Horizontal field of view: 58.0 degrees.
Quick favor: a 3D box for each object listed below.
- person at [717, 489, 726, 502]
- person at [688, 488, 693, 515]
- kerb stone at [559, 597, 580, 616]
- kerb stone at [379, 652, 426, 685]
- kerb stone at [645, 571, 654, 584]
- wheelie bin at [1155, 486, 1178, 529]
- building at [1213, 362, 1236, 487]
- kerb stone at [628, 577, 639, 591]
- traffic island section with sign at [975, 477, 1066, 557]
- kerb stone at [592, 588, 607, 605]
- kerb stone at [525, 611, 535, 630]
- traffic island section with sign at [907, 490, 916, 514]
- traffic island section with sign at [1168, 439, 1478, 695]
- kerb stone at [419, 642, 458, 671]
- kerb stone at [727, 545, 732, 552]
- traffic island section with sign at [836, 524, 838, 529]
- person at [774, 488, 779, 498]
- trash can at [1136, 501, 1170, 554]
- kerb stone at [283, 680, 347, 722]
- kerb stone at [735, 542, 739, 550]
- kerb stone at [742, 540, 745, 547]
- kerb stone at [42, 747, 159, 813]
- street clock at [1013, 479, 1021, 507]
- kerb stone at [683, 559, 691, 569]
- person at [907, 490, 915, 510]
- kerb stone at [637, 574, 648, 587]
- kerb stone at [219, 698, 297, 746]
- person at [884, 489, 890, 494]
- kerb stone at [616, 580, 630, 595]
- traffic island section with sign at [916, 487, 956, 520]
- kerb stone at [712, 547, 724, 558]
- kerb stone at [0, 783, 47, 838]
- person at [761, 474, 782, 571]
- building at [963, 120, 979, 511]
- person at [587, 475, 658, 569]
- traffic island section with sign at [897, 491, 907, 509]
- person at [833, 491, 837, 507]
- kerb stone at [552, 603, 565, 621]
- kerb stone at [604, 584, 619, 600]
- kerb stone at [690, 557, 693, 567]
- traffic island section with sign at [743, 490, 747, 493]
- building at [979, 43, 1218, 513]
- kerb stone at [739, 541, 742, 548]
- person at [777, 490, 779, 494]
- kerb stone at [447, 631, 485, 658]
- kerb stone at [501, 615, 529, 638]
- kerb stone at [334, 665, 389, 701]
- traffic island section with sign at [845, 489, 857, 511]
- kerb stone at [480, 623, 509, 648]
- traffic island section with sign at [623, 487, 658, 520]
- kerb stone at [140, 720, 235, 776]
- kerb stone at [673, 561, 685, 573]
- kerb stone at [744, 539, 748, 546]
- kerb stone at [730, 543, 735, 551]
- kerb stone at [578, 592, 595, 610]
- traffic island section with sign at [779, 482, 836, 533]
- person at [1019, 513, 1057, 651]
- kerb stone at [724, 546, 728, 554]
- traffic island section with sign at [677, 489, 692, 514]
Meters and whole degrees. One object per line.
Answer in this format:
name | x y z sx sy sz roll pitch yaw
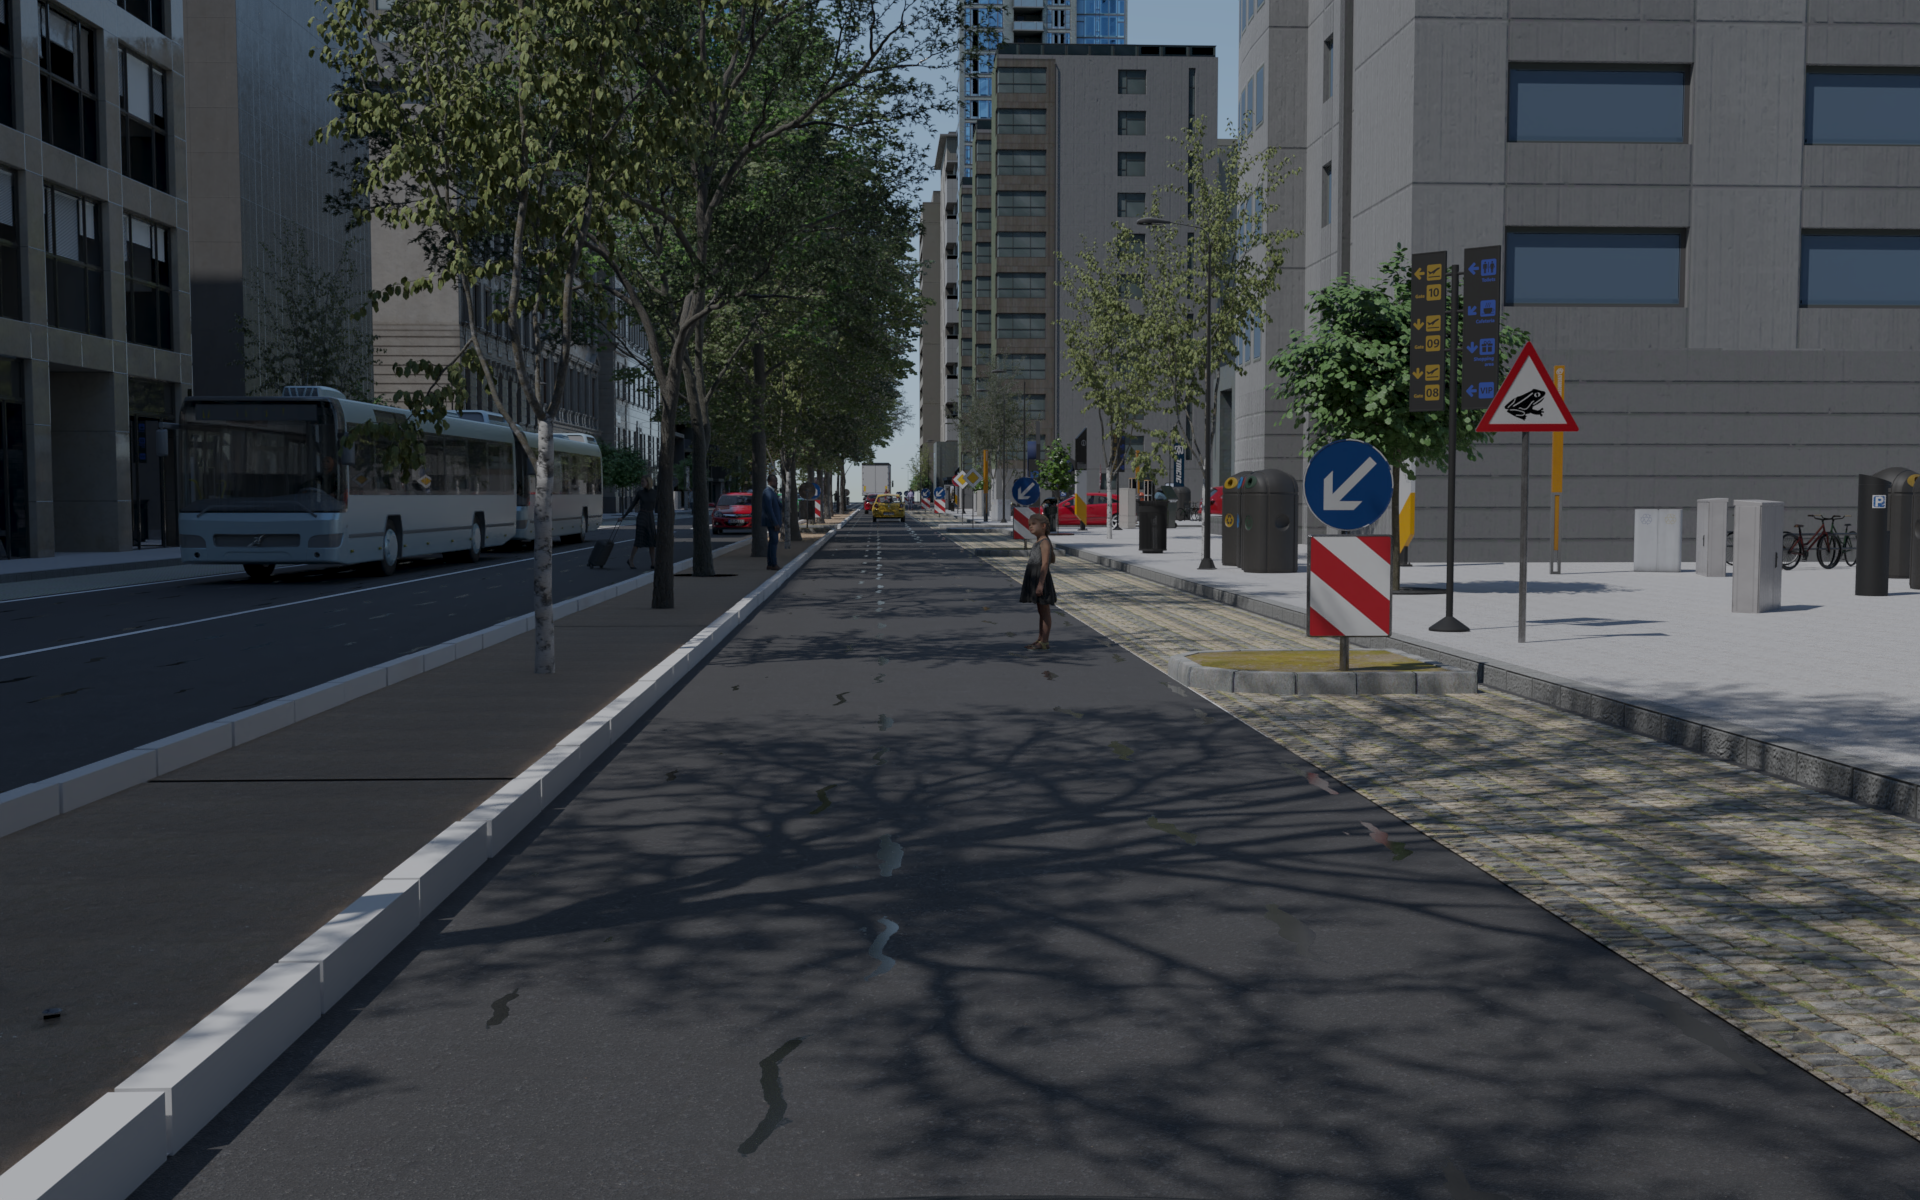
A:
person | -15.767 -6.497 115.077 0.716 1.782 0.532 -2 4 -26
person | -17.976 -6.627 116.689 0.795 1.843 0.661 3 4 38
kerb stone | -4.680 0.103 20.515 0.120 0.150 1.000 0 4 -3
kerb stone | -4.325 0.542 13.336 0.120 0.150 1.000 0 4 -3
kerb stone | -5.017 -0.336 27.685 0.120 0.150 1.000 0 4 -3
wheelie bin | 7.666 -3.466 64.585 0.693 1.594 0.980 3 5 44
building | 28.730 -47.275 85.619 31.000 86.520 22.319 0 4 -3
kerb stone | -4.916 -0.205 25.628 0.120 0.150 1.000 0 4 -3
traffic island section with sign | 1.363 -1.933 40.236 1.989 1.847 2.006 0 4 -3
kerb stone | -4.766 -0.022 22.558 0.120 0.150 1.000 0 4 -3
kerb stone | -4.570 0.228 18.466 0.120 0.150 1.000 0 4 -3
traffic island section with sign | -2.551 -6.930 121.930 1.989 1.847 2.006 0 4 -3
traffic island section with sign | 2.653 -0.282 13.234 1.989 1.847 2.006 0 4 -3
kerb stone | -4.370 0.483 14.361 0.120 0.150 1.000 0 4 -3
kerb stone | -5.701 -1.202 42.037 0.120 0.150 1.000 0 4 -3
traffic island section with sign | -6.104 -3.922 72.268 2.006 1.907 1.989 0 4 -3
person | -10.506 -5.470 97.732 0.655 1.846 0.447 1 4 22
trash can | 4.171 -1.577 37.441 0.748 1.137 0.748 0 3 0
kerb stone | -4.225 0.667 11.285 0.120 0.150 1.000 0 4 -3
kerb stone | -5.800 -1.336 44.086 0.120 0.150 1.000 0 4 -3
kerb stone | -5.896 -1.465 46.141 0.120 0.150 1.000 0 4 -3
kerb stone | -4.078 0.859 8.208 0.120 0.150 1.000 0 4 -3
street clock | 2.761 -4.734 81.976 0.358 2.002 0.471 -3 5 -41
kerb stone | -5.258 -0.649 32.802 0.120 0.150 1.000 0 4 -3
person | -4.255 -8.793 152.127 0.709 1.838 0.599 2 4 27
kerb stone | -4.963 -0.270 26.657 0.120 0.150 1.000 0 4 -3
kerb stone | -4.172 0.730 10.259 0.120 0.150 1.000 0 4 -3
person | -5.456 -7.441 130.140 0.580 1.828 0.573 1 4 21
kerb stone | -4.855 -0.148 24.607 0.120 0.150 1.000 0 4 -3
traffic island section with sign | -1.253 -5.283 95.006 1.989 1.847 2.006 0 4 -3
kerb stone | -5.601 -1.084 39.980 0.120 0.150 1.000 0 4 -3
kerb stone | -4.035 0.918 7.187 0.120 0.150 1.000 0 4 -3
person | -3.518 -1.455 32.476 0.419 1.800 0.721 -1 4 -9
building | 7.873 -22.354 137.195 14.160 30.474 14.107 0 4 -3
person | -6.358 -1.503 33.285 1.509 1.804 0.699 1 4 22
traffic island section with sign | -4.953 -9.990 171.970 1.989 1.847 2.006 0 4 -3
person | -13.550 -11.046 189.198 1.348 1.812 0.705 -2 4 -24
kerb stone | -4.622 0.166 19.487 0.120 0.150 1.000 0 4 -3
kerb stone | -4.815 -0.085 23.586 0.120 0.150 1.000 0 4 -3
kerb stone | -5.306 -0.711 33.823 0.120 0.150 1.000 0 4 -3
traffic island section with sign | -21.152 -9.954 171.380 1.989 1.847 2.006 0 4 -3
building | 8.956 -21.006 115.155 14.160 30.474 14.107 0 4 -3
kerb stone | -5.847 -1.399 45.120 0.120 0.150 1.000 0 4 -3
person | -15.276 -8.304 144.692 0.534 1.772 0.576 -1 4 -19
kerb stone | -4.421 0.416 15.392 0.120 0.150 1.000 0 4 -3
kerb stone | -4.525 0.291 17.437 0.120 0.150 1.000 0 4 -3
kerb stone | -4.282 0.604 12.314 0.120 0.150 1.000 0 4 -3
traffic island section with sign | -9.709 -8.513 147.320 2.006 1.907 1.989 0 4 -3
kerb stone | -4.466 0.356 16.413 0.120 0.150 1.000 0 4 -3
traffic island section with sign | -17.490 -5.270 94.799 1.989 1.847 2.006 0 4 -3
kerb stone | -4.128 0.793 9.229 0.120 0.150 1.000 0 4 -3
kerb stone | -5.216 -0.585 31.781 0.120 0.150 1.000 0 4 -3
kerb stone | -5.943 -1.527 47.162 0.120 0.150 1.000 0 4 -3
kerb stone | -5.750 -1.276 43.065 0.120 0.150 1.000 0 4 -3
kerb stone | -4.716 0.040 21.537 0.120 0.150 1.000 0 4 -3
traffic island section with sign | -5.760 -3.470 64.869 2.006 1.907 1.989 0 4 -3
person | 0.712 -0.167 15.908 0.373 1.253 0.362 -1 4 -11
kerb stone | -5.654 -1.150 41.006 0.120 0.150 1.000 0 4 -3
traffic island section with sign | -18.785 -6.917 121.723 1.989 1.847 2.006 0 4 -3
